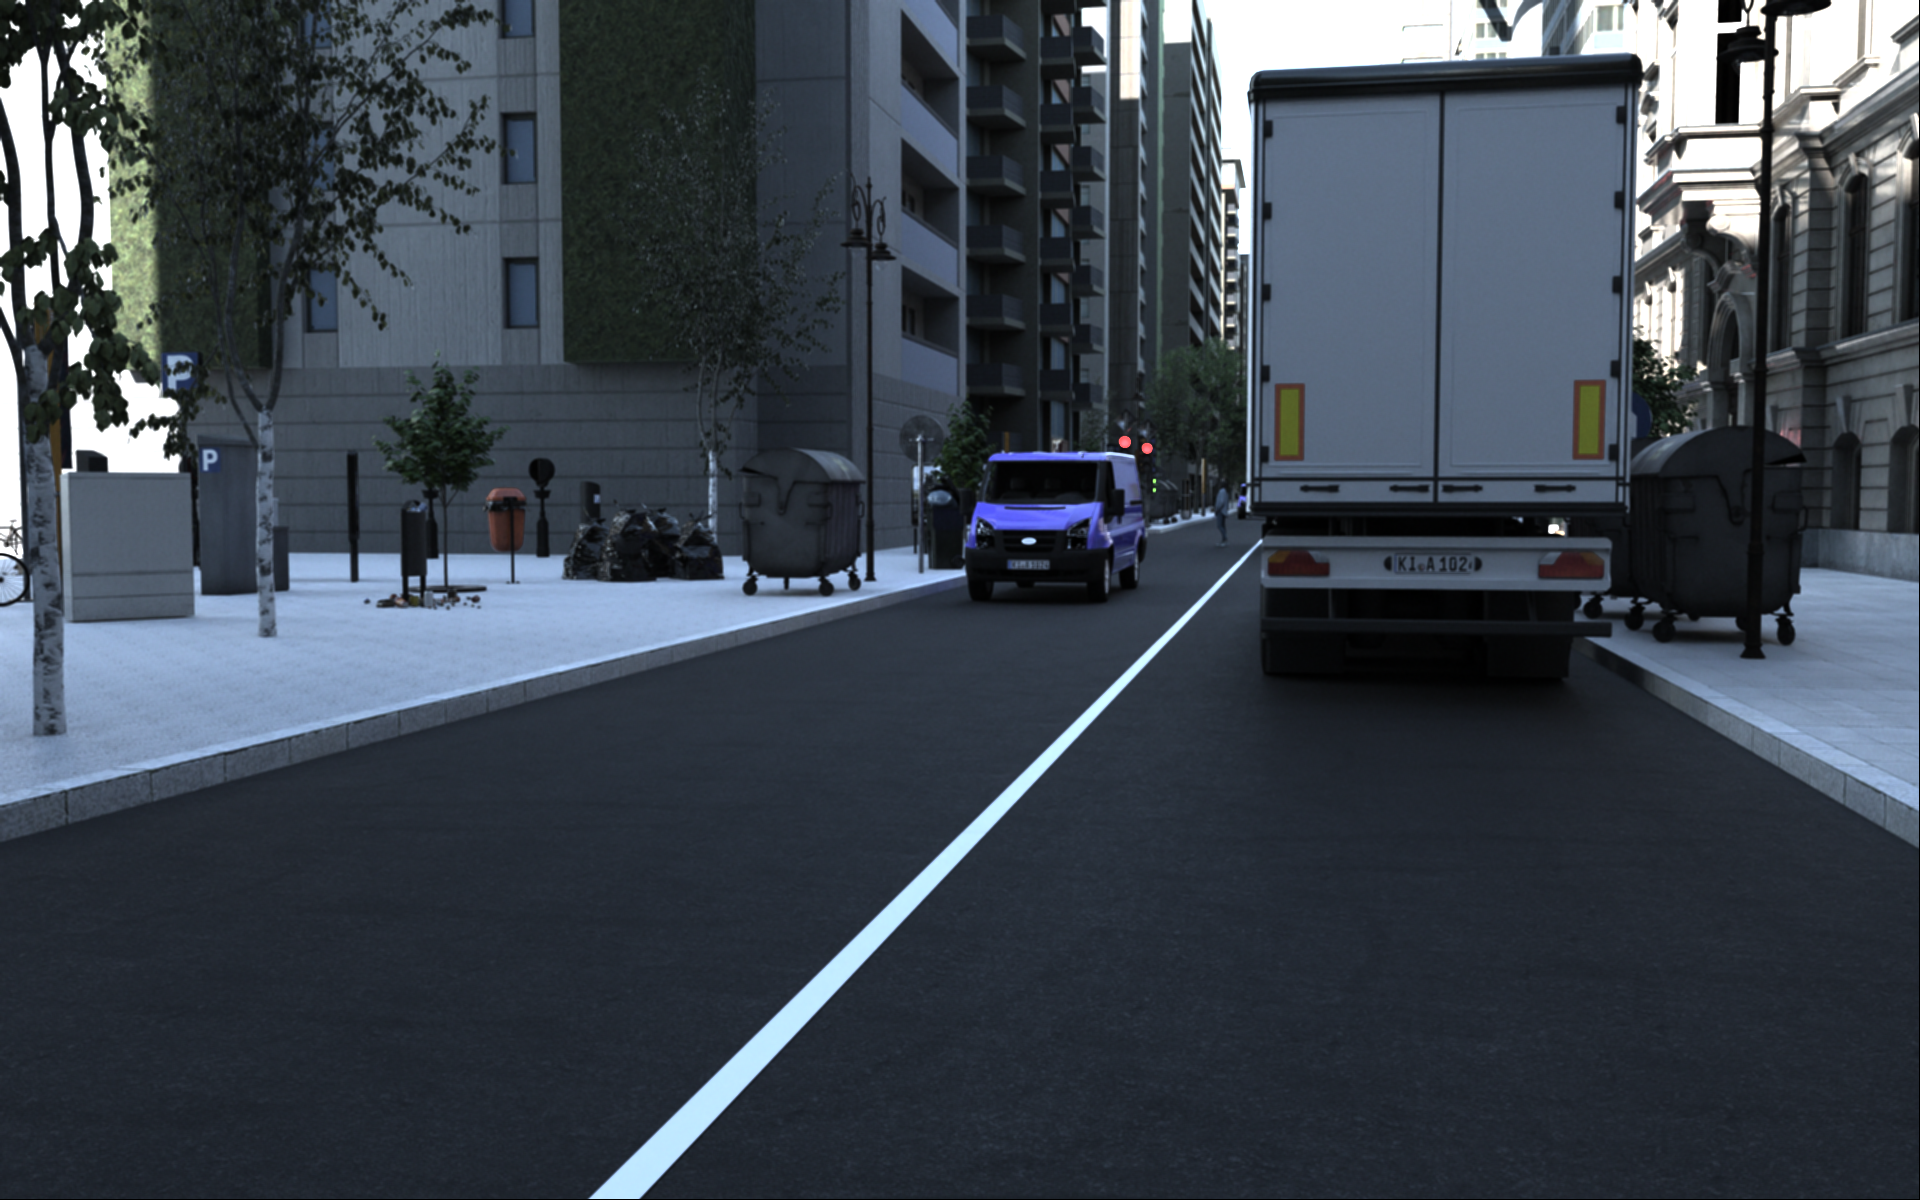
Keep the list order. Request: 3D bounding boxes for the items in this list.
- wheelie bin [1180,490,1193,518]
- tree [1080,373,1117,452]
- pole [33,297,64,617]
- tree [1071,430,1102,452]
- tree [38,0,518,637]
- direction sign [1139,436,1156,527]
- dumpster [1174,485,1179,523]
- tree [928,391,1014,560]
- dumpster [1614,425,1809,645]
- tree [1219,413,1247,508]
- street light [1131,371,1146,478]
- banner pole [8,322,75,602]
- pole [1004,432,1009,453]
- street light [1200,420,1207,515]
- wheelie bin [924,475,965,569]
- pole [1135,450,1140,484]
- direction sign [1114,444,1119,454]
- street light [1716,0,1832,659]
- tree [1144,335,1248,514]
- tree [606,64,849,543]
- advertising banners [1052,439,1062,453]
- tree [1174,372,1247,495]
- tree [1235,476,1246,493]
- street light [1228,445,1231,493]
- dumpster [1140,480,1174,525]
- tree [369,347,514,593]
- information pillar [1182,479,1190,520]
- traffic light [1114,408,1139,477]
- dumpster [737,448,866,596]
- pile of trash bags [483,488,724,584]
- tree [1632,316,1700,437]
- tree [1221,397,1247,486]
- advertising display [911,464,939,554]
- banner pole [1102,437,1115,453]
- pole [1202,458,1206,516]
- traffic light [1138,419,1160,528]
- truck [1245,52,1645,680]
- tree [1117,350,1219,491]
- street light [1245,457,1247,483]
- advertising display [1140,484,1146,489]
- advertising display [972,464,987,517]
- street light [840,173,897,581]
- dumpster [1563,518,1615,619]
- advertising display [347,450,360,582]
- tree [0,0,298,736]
[{"bbox_3d":[12.130,-5.191,92.781,0.693,1.594,0.980,0,4,2],"label":"wheelie bin"},{"bbox_3d":[7.620,-9.374,103.631,4.360,8.622,3.978,0,3,0],"label":"tree"},{"bbox_3d":[-9.460,-1.478,18.005,0.158,3.312,0.155,0,3,0],"label":"pole"},{"bbox_3d":[4.042,-3.523,52.200,1.663,3.219,1.824,0,3,0],"label":"tree"},{"bbox_3d":[-6.216,-3.989,15.590,4.360,8.622,3.978,0,3,0],"label":"tree"},{"bbox_3d":[7.269,-4.604,67.270,0.876,3.537,0.379,-3,4,-39],"label":"direction sign"},{"bbox_3d":[9.034,-4.364,77.108,1.264,1.857,1.865,1,4,11],"label":"dumpster"},{"bbox_3d":[0.240,-2.319,32.520,1.663,3.219,1.824,0,3,0],"label":"tree"},{"bbox_3d":[6.713,-0.594,15.476,1.264,1.857,1.865,1,4,11],"label":"dumpster"},{"bbox_3d":[20.173,-11.212,133.683,4.360,8.622,3.978,0,3,0],"label":"tree"},{"bbox_3d":[6.709,-5.650,65.170,0.468,5.910,1.993,1,4,11],"label":"street light"},{"bbox_3d":[-11.035,-1.882,20.793,0.401,3.779,0.863,2,4,30],"label":"banner pole"},{"bbox_3d":[1.538,-3.857,56.898,0.158,3.312,0.155,0,3,0],"label":"pole"},{"bbox_3d":[14.922,-8.179,106.512,0.468,5.910,1.993,1,4,11],"label":"street light"},{"bbox_3d":[-0.260,-1.330,29.661,0.693,1.594,0.980,-1,4,-10],"label":"wheelie bin"},{"bbox_3d":[8.222,-5.286,80.275,0.158,3.312,0.155,0,3,0],"label":"pole"},{"bbox_3d":[6.949,-5.315,78.905,0.379,3.537,0.876,3,5,42],"label":"direction sign"},{"bbox_3d":[6.205,-2.483,13.377,0.468,5.910,1.993,1,4,11],"label":"street light"},{"bbox_3d":[15.523,-11.414,112.369,9.928,11.665,9.643,0,3,0],"label":"tree"},{"bbox_3d":[-4.207,-4.924,30.872,4.360,8.622,3.978,0,3,0],"label":"tree"},{"bbox_3d":[2.654,-3.637,55.645,0.090,3.025,2.074,-2,4,-34],"label":"advertising banners"},{"bbox_3d":[18.982,-11.651,124.899,7.601,10.594,8.767,0,4,-2],"label":"tree"},{"bbox_3d":[30.365,-11.731,186.409,1.663,3.219,1.824,0,3,0],"label":"tree"},{"bbox_3d":[21.742,-10.240,140.219,0.468,5.910,1.993,1,4,11],"label":"street light"},{"bbox_3d":[8.202,-4.114,73.015,1.264,1.857,1.865,1,4,11],"label":"dumpster"},{"bbox_3d":[-6.877,-1.736,22.984,1.663,3.219,1.824,0,3,0],"label":"tree"},{"bbox_3d":[11.340,-5.042,86.921,0.304,2.012,0.304,-1,4,-22],"label":"information pillar"},{"bbox_3d":[5.458,-4.156,56.864,0.839,4.253,0.868,1,4,11],"label":"traffic light"},{"bbox_3d":[-2.040,-1.020,22.435,1.264,1.857,1.865,1,4,11],"label":"dumpster"},{"bbox_3d":[-5.358,-0.982,25.815,3.447,1.369,1.912,-2,4,-32],"label":"pile of trash bags"},{"bbox_3d":[10.515,-2.773,29.050,4.285,4.588,4.351,0,3,0],"label":"tree"},{"bbox_3d":[36.212,-18.762,213.410,9.857,13.997,8.962,0,3,0],"label":"tree"},{"bbox_3d":[-0.592,-1.946,37.029,0.974,1.923,0.123,2,4,29],"label":"advertising display"},{"bbox_3d":[6.486,-5.266,76.123,0.401,3.779,0.863,-3,5,-43],"label":"banner pole"},{"bbox_3d":[13.966,-6.446,99.240,0.158,3.312,0.155,0,3,0],"label":"pole"},{"bbox_3d":[7.029,-4.634,64.693,0.839,4.253,0.868,1,4,11],"label":"traffic light"},{"bbox_3d":[4.172,-1.702,16.749,2.839,4.237,11.283,1,4,11],"label":"truck"},{"bbox_3d":[10.786,-8.522,89.696,4.360,8.622,3.978,0,3,0],"label":"tree"},{"bbox_3d":[30.038,-12.774,181.640,0.468,5.910,1.993,1,4,11],"label":"street light"},{"bbox_3d":[11.553,-6.200,106.589,0.974,1.923,0.123,1,4,10],"label":"advertising display"},{"bbox_3d":[0.728,-1.816,34.911,0.974,1.923,0.123,-1,4,-18],"label":"advertising display"},{"bbox_3d":[-1.324,-3.216,25.376,0.468,5.910,1.993,1,4,11],"label":"street light"},{"bbox_3d":[7.133,-0.767,18.296,1.264,1.857,1.865,1,4,11],"label":"dumpster"},{"bbox_3d":[-8.946,-1.244,25.552,0.123,1.923,0.974,-1,4,-17],"label":"advertising display"},{"bbox_3d":[-4.983,-3.574,8.797,4.737,8.622,4.395,0,3,0],"label":"tree"}]
